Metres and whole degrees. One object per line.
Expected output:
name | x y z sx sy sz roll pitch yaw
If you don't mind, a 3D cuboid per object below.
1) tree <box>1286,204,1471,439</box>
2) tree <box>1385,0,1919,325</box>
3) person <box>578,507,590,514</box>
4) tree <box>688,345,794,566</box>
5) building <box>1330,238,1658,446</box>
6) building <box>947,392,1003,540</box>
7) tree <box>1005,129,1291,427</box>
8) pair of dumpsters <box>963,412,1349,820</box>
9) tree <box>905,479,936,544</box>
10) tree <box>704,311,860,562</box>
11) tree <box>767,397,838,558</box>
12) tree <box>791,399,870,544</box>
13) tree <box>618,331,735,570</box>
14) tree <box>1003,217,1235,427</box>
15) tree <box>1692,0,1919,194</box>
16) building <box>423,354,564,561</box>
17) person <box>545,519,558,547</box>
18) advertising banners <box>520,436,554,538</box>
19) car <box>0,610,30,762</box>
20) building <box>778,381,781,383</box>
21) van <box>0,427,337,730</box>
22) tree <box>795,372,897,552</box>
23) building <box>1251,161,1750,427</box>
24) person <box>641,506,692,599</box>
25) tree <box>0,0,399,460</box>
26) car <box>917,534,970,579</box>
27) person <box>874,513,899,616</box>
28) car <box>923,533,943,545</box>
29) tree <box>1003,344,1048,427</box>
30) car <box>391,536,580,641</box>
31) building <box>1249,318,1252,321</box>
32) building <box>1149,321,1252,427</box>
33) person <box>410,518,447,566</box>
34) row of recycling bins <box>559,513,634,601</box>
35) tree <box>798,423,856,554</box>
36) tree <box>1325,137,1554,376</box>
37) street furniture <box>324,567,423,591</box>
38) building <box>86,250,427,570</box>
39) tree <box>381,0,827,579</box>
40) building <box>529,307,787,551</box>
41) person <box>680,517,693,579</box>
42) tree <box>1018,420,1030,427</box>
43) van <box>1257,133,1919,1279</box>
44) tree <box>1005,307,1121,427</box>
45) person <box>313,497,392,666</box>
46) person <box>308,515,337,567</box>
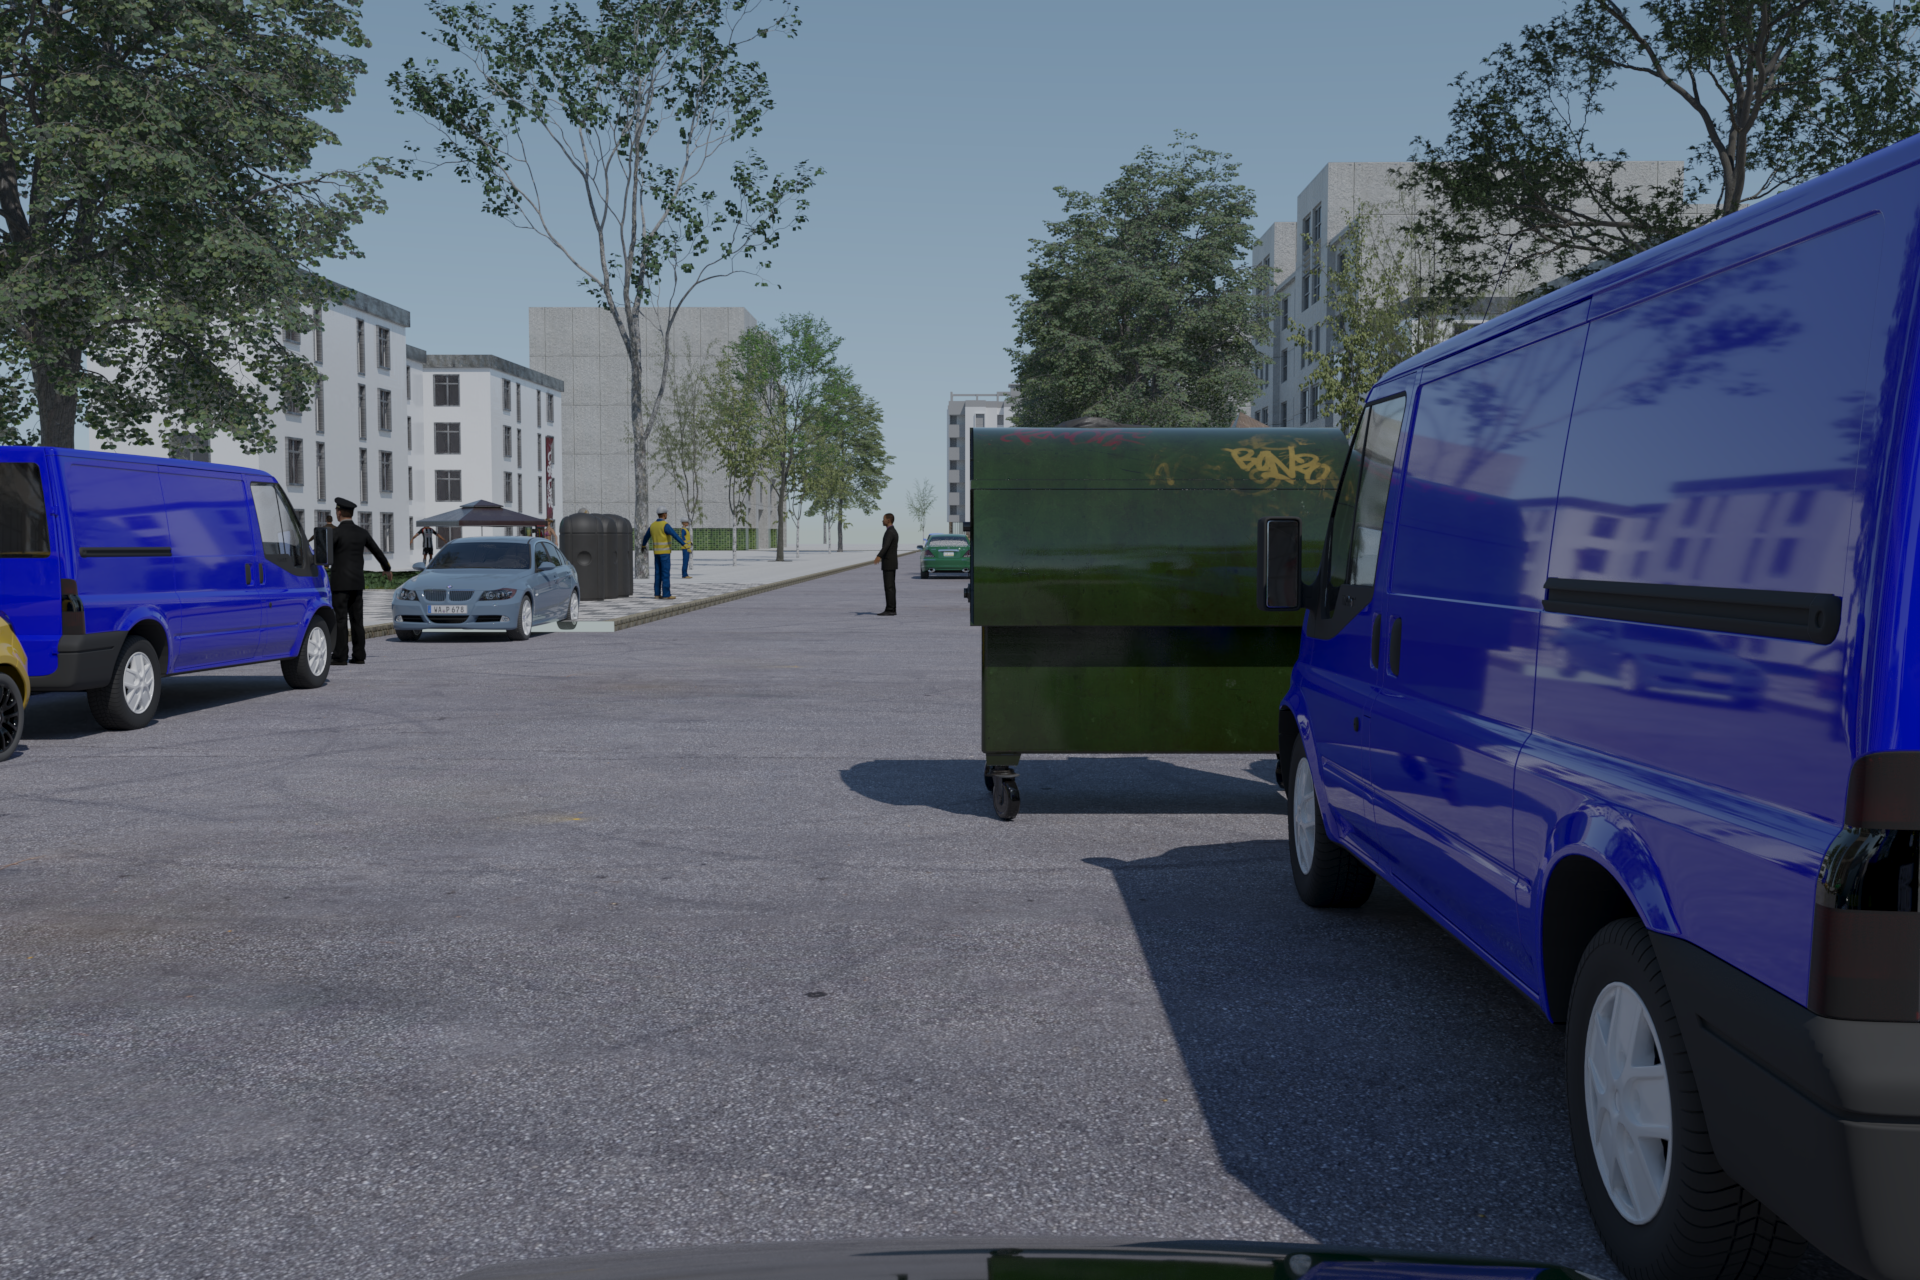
tree | 9.279 -5.392 38.524 4.737 8.622 4.395 0 3 0
tree | 8.328 -5.221 19.768 7.601 10.594 8.767 -1 4 -18
person | -8.133 -1.941 37.504 0.705 1.858 1.354 3 5 45
tree | -8.717 -7.232 68.599 4.737 8.622 4.395 0 3 0
building | 20.419 -7.299 61.488 9.099 9.664 28.070 0 4 1
building | -1.280 -22.178 221.494 11.380 20.090 16.016 0 4 -5
tree | 5.825 -9.147 56.216 9.857 13.997 8.962 0 3 0
pair of dumpsters | 2.233 -0.256 9.139 4.436 2.255 1.574 0 4 0
tree | -4.442 -16.593 221.652 4.360 8.622 3.978 0 3 0
tree | -8.254 -9.455 80.345 9.928 11.665 9.643 0 3 0
tree | -8.665 -8.723 92.991 4.737 8.622 4.395 0 3 0
tree | -16.497 -22.554 224.642 12.611 20.169 13.585 0 3 0
tree | -9.497 -6.843 62.240 4.360 8.622 3.978 0 3 0
tree | 6.628 -9.979 69.817 9.857 13.997 8.962 0 3 0
tree | 21.141 -10.970 35.247 12.611 20.169 13.585 0 3 0
building | -26.239 -9.357 95.128 9.099 9.664 28.070 0 4 1
person | -11.782 -2.595 49.228 1.217 1.733 0.721 3 5 42
advertising banners | -7.388 -2.093 30.402 0.090 3.025 2.074 0 4 2
car | -6.870 0.047 9.452 2.015 1.641 3.980 0 4 1
building | -23.929 -19.157 169.633 16.016 20.090 11.380 0 4 1
van | -6.907 -0.608 14.324 2.240 2.365 5.245 0 4 1
tree | -8.099 -12.467 121.962 7.486 12.596 7.792 0 3 0
building | 26.011 -13.732 90.983 16.747 18.905 31.486 0 4 1
person | -5.850 -1.725 34.165 1.349 1.833 0.705 2 4 35
tree | -12.823 -7.182 24.079 9.857 13.997 8.962 0 3 0
car | -0.371 -2.749 56.741 2.131 1.459 4.920 0 4 0
person | -1.269 -1.332 30.465 0.704 1.802 1.346 1 4 9
car | -1.676 -7.078 125.320 1.945 1.707 3.694 0 4 1
tree | 7.184 -12.142 105.176 9.857 13.997 8.962 0 3 0
car | -6.672 -0.783 24.808 2.014 1.417 4.499 0 4 1
building | 27.593 -21.241 178.220 19.493 23.208 18.063 0 4 1
building | 25.847 -17.495 152.501 16.747 18.905 31.486 0 4 1
person | -18.026 -3.214 58.686 1.345 1.843 0.704 -3 5 -40
row of recycling bins | -7.223 -1.688 34.719 1.069 1.692 3.534 0 4 1
tree | -8.345 -9.774 110.169 4.737 8.622 4.395 0 3 0
tree | 8.627 -5.055 33.004 4.360 8.622 3.978 0 3 0
street furniture | -14.752 -1.563 41.188 10.072 0.657 5.734 1 4 9
building | -25.255 -7.541 65.449 9.099 9.664 28.070 0 4 0
tree | -9.937 -11.744 47.905 12.611 20.169 13.585 0 3 0
building | -25.111 -17.393 150.838 16.747 18.905 31.486 0 3 0
person | -7.827 -2.657 49.898 0.721 1.772 1.216 0 4 -2
tree | 6.327 -9.803 94.694 8.767 10.594 7.601 0 4 5
van | 2.214 -0.032 4.902 2.240 2.365 5.245 0 4 0
tree | 5.855 -10.033 82.166 7.486 12.596 7.792 0 3 0
person | -6.742 -0.648 18.992 0.705 1.837 1.347 2 4 33
person | -17.673 -2.595 48.574 1.346 1.812 0.704 -2 4 -28
